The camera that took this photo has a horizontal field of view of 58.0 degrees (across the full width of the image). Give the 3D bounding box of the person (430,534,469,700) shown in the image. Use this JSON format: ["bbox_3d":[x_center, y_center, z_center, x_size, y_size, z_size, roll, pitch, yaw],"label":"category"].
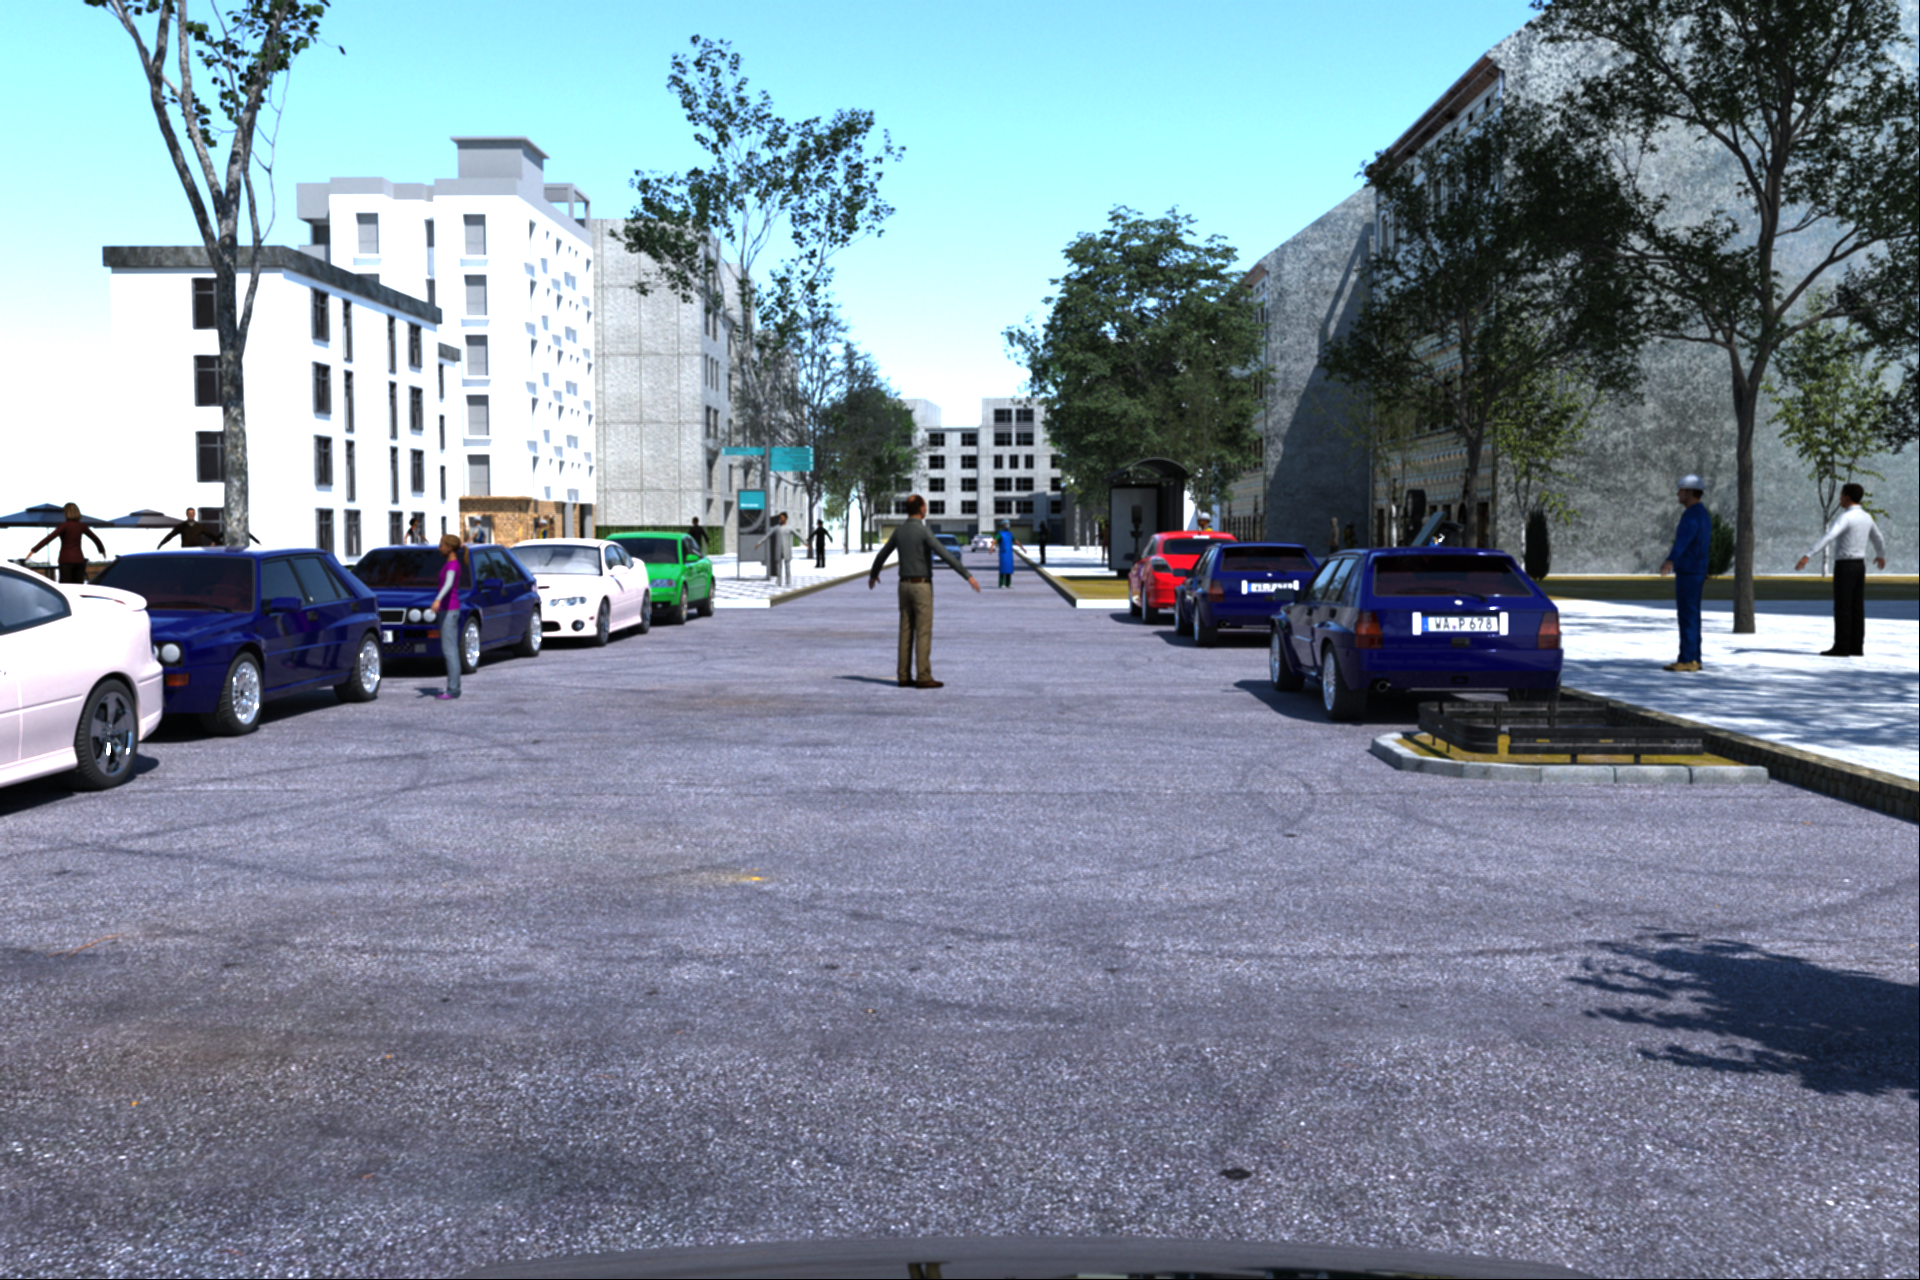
[{"bbox_3d":[-4.500,-0.204,15.061,0.599,1.433,0.991,-1,4,-11],"label":"person"}]

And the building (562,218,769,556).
[{"bbox_3d":[-22.731,-15.083,113.068,16.747,18.905,31.486,0,4,1],"label":"building"}]

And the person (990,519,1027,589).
[{"bbox_3d":[1.219,-2.256,45.474,1.347,1.817,0.704,-3,5,-44],"label":"person"}]

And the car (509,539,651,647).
[{"bbox_3d":[-5.424,-0.683,23.528,2.083,1.381,4.827,0,4,1],"label":"car"}]

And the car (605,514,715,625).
[{"bbox_3d":[-5.202,-1.219,28.732,1.959,1.807,4.718,0,4,1],"label":"car"}]

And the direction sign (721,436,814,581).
[{"bbox_3d":[-5.249,-3.625,48.024,2.525,3.948,1.411,0,4,2],"label":"direction sign"}]

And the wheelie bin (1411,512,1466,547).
[{"bbox_3d":[6.816,-1.026,24.686,0.693,1.594,0.980,0,4,2],"label":"wheelie bin"}]

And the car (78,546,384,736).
[{"bbox_3d":[-5.908,-0.057,13.517,1.945,1.354,3.894,0,4,1],"label":"car"}]

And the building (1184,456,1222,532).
[{"bbox_3d":[25.016,-13.327,160.038,9.099,9.664,28.070,0,4,1],"label":"building"}]

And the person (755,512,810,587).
[{"bbox_3d":[-4.277,-2.181,41.849,1.347,1.806,0.705,0,4,7],"label":"person"}]

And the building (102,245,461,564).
[{"bbox_3d":[-23.767,-7.491,64.618,9.099,9.664,28.070,0,4,1],"label":"building"}]

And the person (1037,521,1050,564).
[{"bbox_3d":[3.478,-4.143,73.511,0.705,1.856,1.354,0,4,-6],"label":"person"}]

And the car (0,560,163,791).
[{"bbox_3d":[-5.710,0.241,8.421,2.083,1.381,4.827,0,4,1],"label":"car"}]

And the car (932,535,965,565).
[{"bbox_3d":[-0.795,-3.735,73.074,2.014,1.417,4.499,0,4,1],"label":"car"}]

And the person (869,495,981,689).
[{"bbox_3d":[-0.394,-0.456,16.176,1.348,1.796,0.705,3,5,40],"label":"person"}]

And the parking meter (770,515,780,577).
[{"bbox_3d":[-5.639,-2.844,52.206,0.399,1.863,0.255,0,4,1],"label":"parking meter"}]

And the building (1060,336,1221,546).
[{"bbox_3d":[25.187,-21.452,194.715,27.936,21.610,32.646,0,4,1],"label":"building"}]

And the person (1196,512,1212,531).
[{"bbox_3d":[4.498,-1.448,32.105,0.705,1.833,1.349,0,4,-5],"label":"person"}]

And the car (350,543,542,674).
[{"bbox_3d":[-5.813,-0.387,18.913,1.945,1.354,3.894,0,4,1],"label":"car"}]

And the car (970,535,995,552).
[{"bbox_3d":[1.869,-7.806,139.985,2.083,1.381,4.827,0,4,0],"label":"car"}]

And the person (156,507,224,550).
[{"bbox_3d":[-15.166,-1.716,34.202,1.346,1.812,0.704,-2,4,-30],"label":"person"}]

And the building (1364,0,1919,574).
[{"bbox_3d":[26.415,-14.216,63.358,19.493,23.208,18.063,0,4,1],"label":"building"}]

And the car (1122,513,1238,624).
[{"bbox_3d":[3.828,-1.217,28.936,2.155,1.783,4.494,0,4,1],"label":"car"}]

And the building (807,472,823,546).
[{"bbox_3d":[-19.927,-15.508,195.705,9.099,9.664,28.070,0,4,2],"label":"building"}]

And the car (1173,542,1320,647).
[{"bbox_3d":[3.889,-0.658,23.337,1.945,1.354,3.894,0,4,1],"label":"car"}]

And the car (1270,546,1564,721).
[{"bbox_3d":[3.708,-0.125,14.617,1.945,1.354,3.894,0,4,1],"label":"car"}]

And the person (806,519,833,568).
[{"bbox_3d":[-5.294,-3.637,65.393,1.347,1.837,0.705,-3,5,-44],"label":"person"}]

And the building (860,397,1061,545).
[{"bbox_3d":[3.733,-22.124,230.645,31.486,18.905,16.747,0,4,7],"label":"building"}]

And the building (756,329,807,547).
[{"bbox_3d":[-24.474,-18.290,165.501,16.747,18.905,31.486,0,4,0],"label":"building"}]

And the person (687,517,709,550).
[{"bbox_3d":[-8.144,-2.876,53.245,0.704,1.802,1.346,2,4,35],"label":"person"}]

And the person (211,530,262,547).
[{"bbox_3d":[-19.541,-2.482,46.767,1.347,1.806,0.705,-3,4,-36],"label":"person"}]

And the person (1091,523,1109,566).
[{"bbox_3d":[5.839,-3.812,69.126,1.217,1.733,0.721,0,4,7],"label":"person"}]

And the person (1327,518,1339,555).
[{"bbox_3d":[12.132,-3.070,56.324,0.705,1.813,1.348,0,4,3],"label":"person"}]

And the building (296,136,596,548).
[{"bbox_3d":[-25.630,-13.907,83.803,16.016,20.090,11.380,0,4,2],"label":"building"}]

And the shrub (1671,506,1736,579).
[{"bbox_3d":[21.198,-2.768,49.294,1.661,2.075,1.752,0,3,0],"label":"shrub"}]

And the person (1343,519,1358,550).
[{"bbox_3d":[15.209,-3.770,67.405,0.705,1.858,1.354,0,4,-2],"label":"person"}]

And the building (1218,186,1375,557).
[{"bbox_3d":[26.344,-16.752,104.827,19.493,23.208,18.063,0,4,1],"label":"building"}]
